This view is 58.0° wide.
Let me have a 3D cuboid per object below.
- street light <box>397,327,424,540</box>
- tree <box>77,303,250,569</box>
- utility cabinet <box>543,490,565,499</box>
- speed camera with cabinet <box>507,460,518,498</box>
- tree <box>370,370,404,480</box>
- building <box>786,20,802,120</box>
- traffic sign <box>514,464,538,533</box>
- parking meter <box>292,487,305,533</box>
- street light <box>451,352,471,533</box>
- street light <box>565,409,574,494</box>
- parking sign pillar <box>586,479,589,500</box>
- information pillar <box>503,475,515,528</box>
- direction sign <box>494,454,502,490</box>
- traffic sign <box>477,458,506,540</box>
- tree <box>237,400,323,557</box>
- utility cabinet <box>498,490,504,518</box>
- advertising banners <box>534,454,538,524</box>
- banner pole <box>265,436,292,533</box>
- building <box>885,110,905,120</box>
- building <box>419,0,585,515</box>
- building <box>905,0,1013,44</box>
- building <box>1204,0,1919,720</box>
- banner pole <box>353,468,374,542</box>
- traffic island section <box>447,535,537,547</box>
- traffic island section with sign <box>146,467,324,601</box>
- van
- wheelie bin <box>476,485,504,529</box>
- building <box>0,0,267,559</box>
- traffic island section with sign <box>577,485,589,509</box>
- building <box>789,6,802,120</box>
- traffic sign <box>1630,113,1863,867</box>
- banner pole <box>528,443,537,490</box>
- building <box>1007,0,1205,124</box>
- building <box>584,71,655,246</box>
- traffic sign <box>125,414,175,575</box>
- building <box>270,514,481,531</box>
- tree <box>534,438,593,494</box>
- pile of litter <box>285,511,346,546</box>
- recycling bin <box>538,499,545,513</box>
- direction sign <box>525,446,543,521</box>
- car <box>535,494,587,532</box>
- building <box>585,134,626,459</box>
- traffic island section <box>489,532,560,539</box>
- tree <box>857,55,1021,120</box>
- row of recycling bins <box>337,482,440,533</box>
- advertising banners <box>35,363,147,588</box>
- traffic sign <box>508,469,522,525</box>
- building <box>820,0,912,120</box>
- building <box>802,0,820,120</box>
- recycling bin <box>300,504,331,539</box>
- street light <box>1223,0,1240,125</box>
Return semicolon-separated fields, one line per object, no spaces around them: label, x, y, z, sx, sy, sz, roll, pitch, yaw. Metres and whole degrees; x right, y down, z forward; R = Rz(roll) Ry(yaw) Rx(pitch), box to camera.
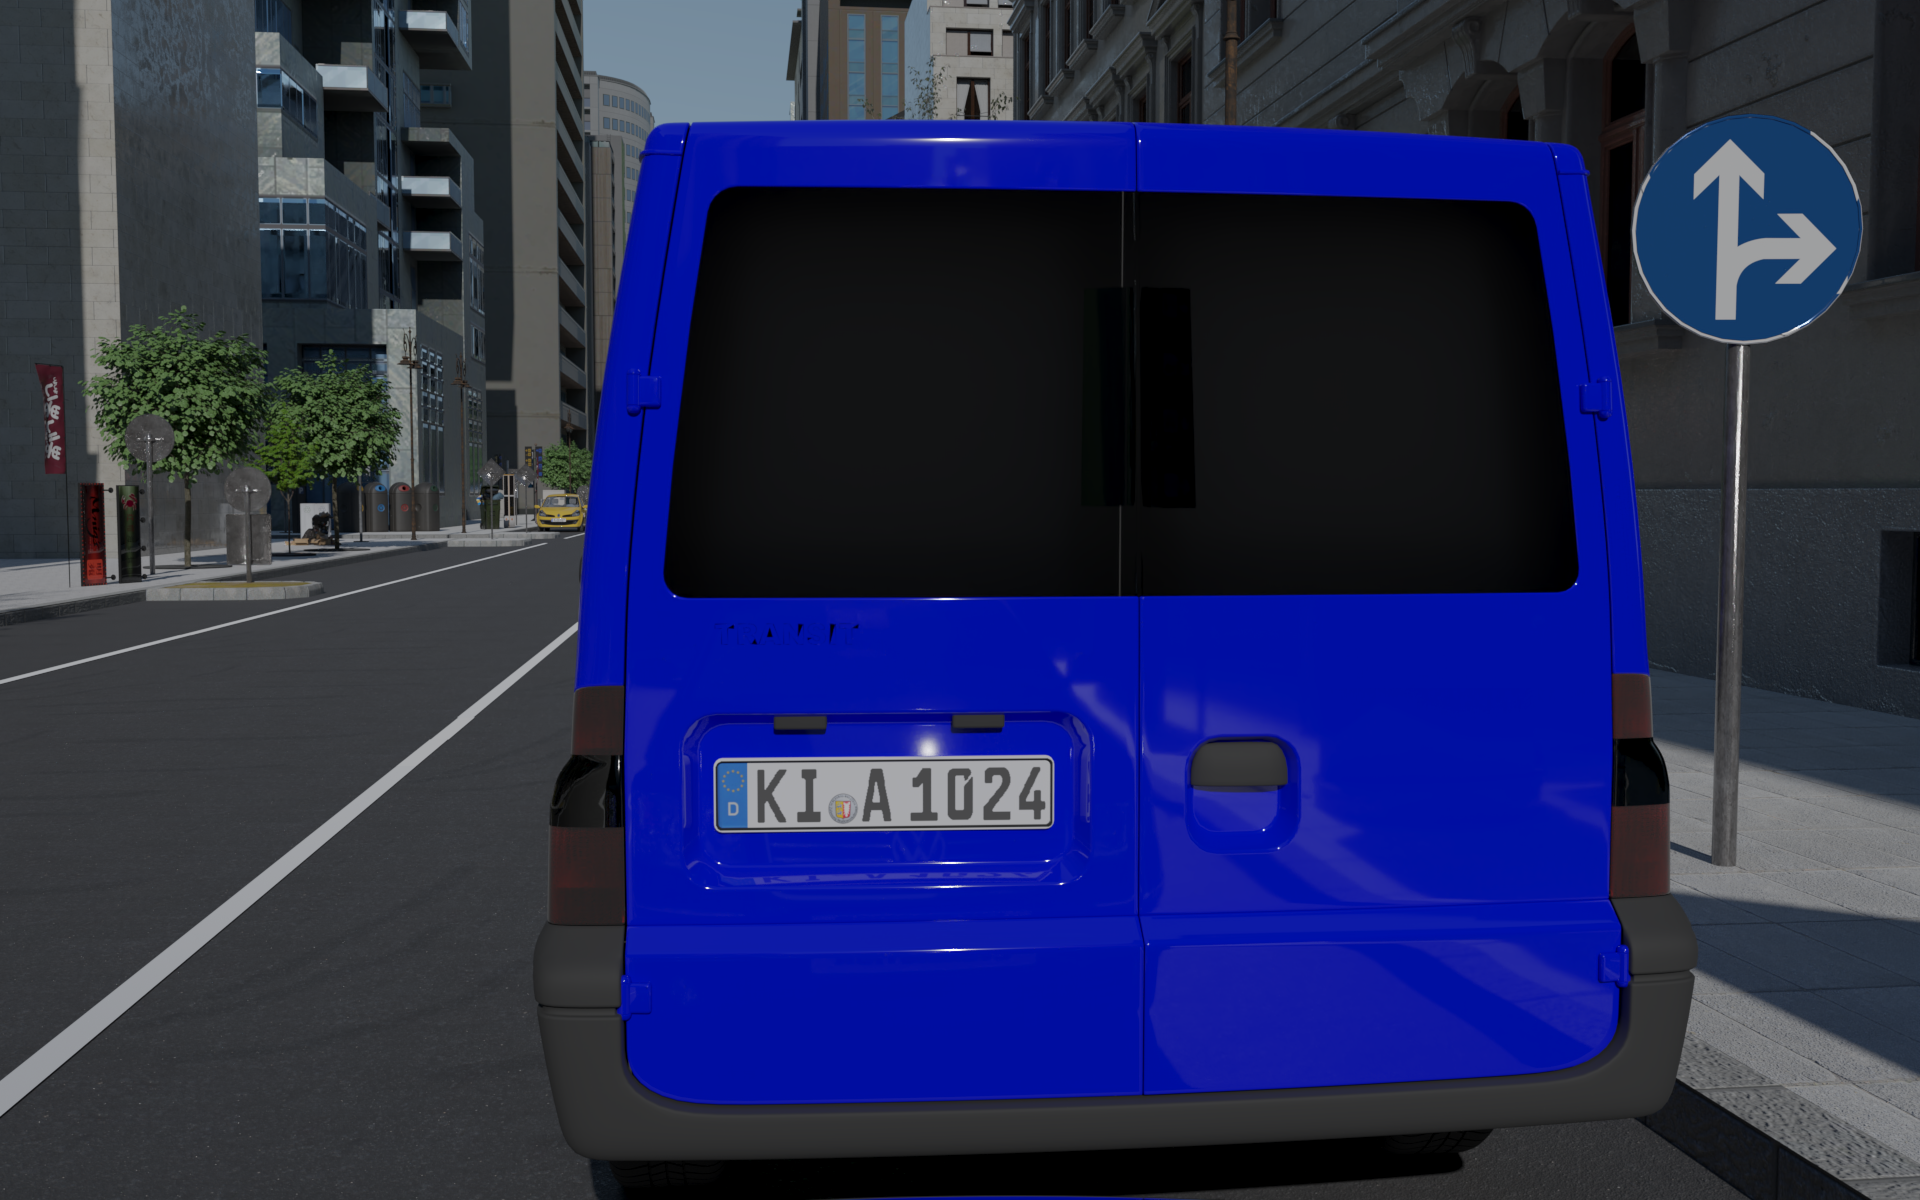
street light;-15.196;-4.601;48.015;0.468;5.910;1.993;0;4;-7
tree;-13.486;-2.830;29.981;4.285;4.588;4.351;0;3;0
utility cabinet;-22.345;-5.304;95.402;1.173;1.500;0.318;0;4;0
speed camera with cabinet;-26.707;-6.542;101.305;0.660;3.252;2.038;1;4;23
tree;-14.172;-3.399;39.290;4.285;4.588;4.351;0;3;0
building;-4.411;-36.902;192.584;28.713;52.752;27.495;0;4;-7
traffic sign;-14.200;-3.245;56.702;0.795;2.450;0.064;0;4;-7
parking meter;-21.662;-3.120;56.730;0.255;1.863;0.399;1;4;22
street light;-16.264;-5.127;56.612;0.468;5.910;1.993;0;4;-7
street light;-21.078;-7.389;93.606;0.468;5.910;1.993;0;4;-7
parking sign pillar;-25.553;-8.086;120.684;1.447;3.967;1.447;0;4;-5
information pillar;-16.989;-3.716;65.241;0.304;2.012;0.304;2;4;31
direction sign;-26.199;-6.506;98.364;0.379;3.537;0.876;-3;5;-41
traffic sign;-13.190;-2.761;48.780;0.795;2.450;0.064;0;4;-7
tree;-14.033;-2.519;35.794;1.663;3.219;1.824;0;3;0
utility cabinet;-24.865;-5.126;92.496;1.173;1.500;0.318;2;4;31
advertising banners;-17.919;-4.716;73.287;0.090;3.025;2.074;-1;4;-16
banner pole;-22.421;-4.087;56.840;0.863;3.779;0.401;-1;4;-18
building;-1.109;-16.669;101.415;11.050;23.489;19.941;0;4;-7
building;-36.766;-30.078;115.482;21.300;48.544;21.600;0;4;-7
building;6.768;-12.947;66.439;16.860;20.320;10.420;0;4;-7
building;11.000;-13.898;14.617;14.401;28.519;23.554;0;4;-7
banner pole;-15.963;-3.451;46.437;0.401;3.779;0.863;1;4;13
traffic island section;-13.212;-1.624;48.839;2.009;0.180;2.903;0;4;-7
traffic island section with sign;-10.099;-0.961;24.335;1.989;1.847;2.006;0;4;-7
van;0.007;-0.057;5.316;2.240;2.365;5.245;0;4;-6
wheelie bin;-17.072;-3.374;63.065;0.980;1.594;0.693;-2;4;-31
building;-25.638;-11.212;38.074;16.860;20.320;10.420;0;4;-7
traffic island section with sign;-17.008;-4.276;78.547;1.989;1.847;2.006;0;4;-7
building;-18.003;-58.885;275.438;22.319;86.520;31.000;0;4;-7
traffic sign;2.646;-0.356;5.921;0.768;2.556;0.104;0;4;2
banner pole;-21.103;-5.849;85.644;0.863;3.779;0.401;2;4;35
building;7.663;-12.294;37.159;11.583;22.565;21.152;0;4;-7
building;-53.760;-42.819;242.083;21.231;58.520;28.212;0;4;-7
traffic sign;-12.875;-1.678;27.540;0.768;2.556;0.104;0;4;-5
building;-32.009;-46.452;72.156;22.319;86.520;31.000;0;4;-7
tree;-23.390;-7.419;105.012;4.285;4.588;4.351;0;3;0
pile of litter;-16.185;-1.805;43.471;1.719;0.858;1.176;3;4;37
recycling bin;-20.714;-4.556;87.047;0.722;1.027;0.722;3;5;40
direction sign;-20.227;-5.520;82.248;0.876;3.537;0.379;1;4;11
car;-15.264;-3.448;66.590;2.015;1.641;3.980;0;4;-8
building;-44.360;-31.044;191.160;14.154;41.232;14.086;0;4;-7
traffic island section;-14.222;-2.109;56.760;2.009;0.180;2.903;0;4;-7
tree;-0.039;-4.838;29.469;4.360;8.622;3.978;0;3;0
row of recycling bins;-19.349;-3.148;58.577;3.534;1.692;1.069;-3;5;-44
advertising banners;-12.107;-1.711;24.166;0.090;3.025;2.074;1;4;12
traffic sign;-18.098;-4.189;70.620;0.606;2.300;0.079;0;4;-2
building;-4.239;-30.142;142.934;14.600;45.320;14.200;0;4;-7
building;-4.363;-38.034;163.852;21.231;58.520;28.212;0;4;-7
recycling bin;-17.139;-2.050;46.077;0.722;1.027;0.722;-1;4;-17
street light;1.662;-2.317;10.676;0.468;5.910;1.993;0;4;-7
